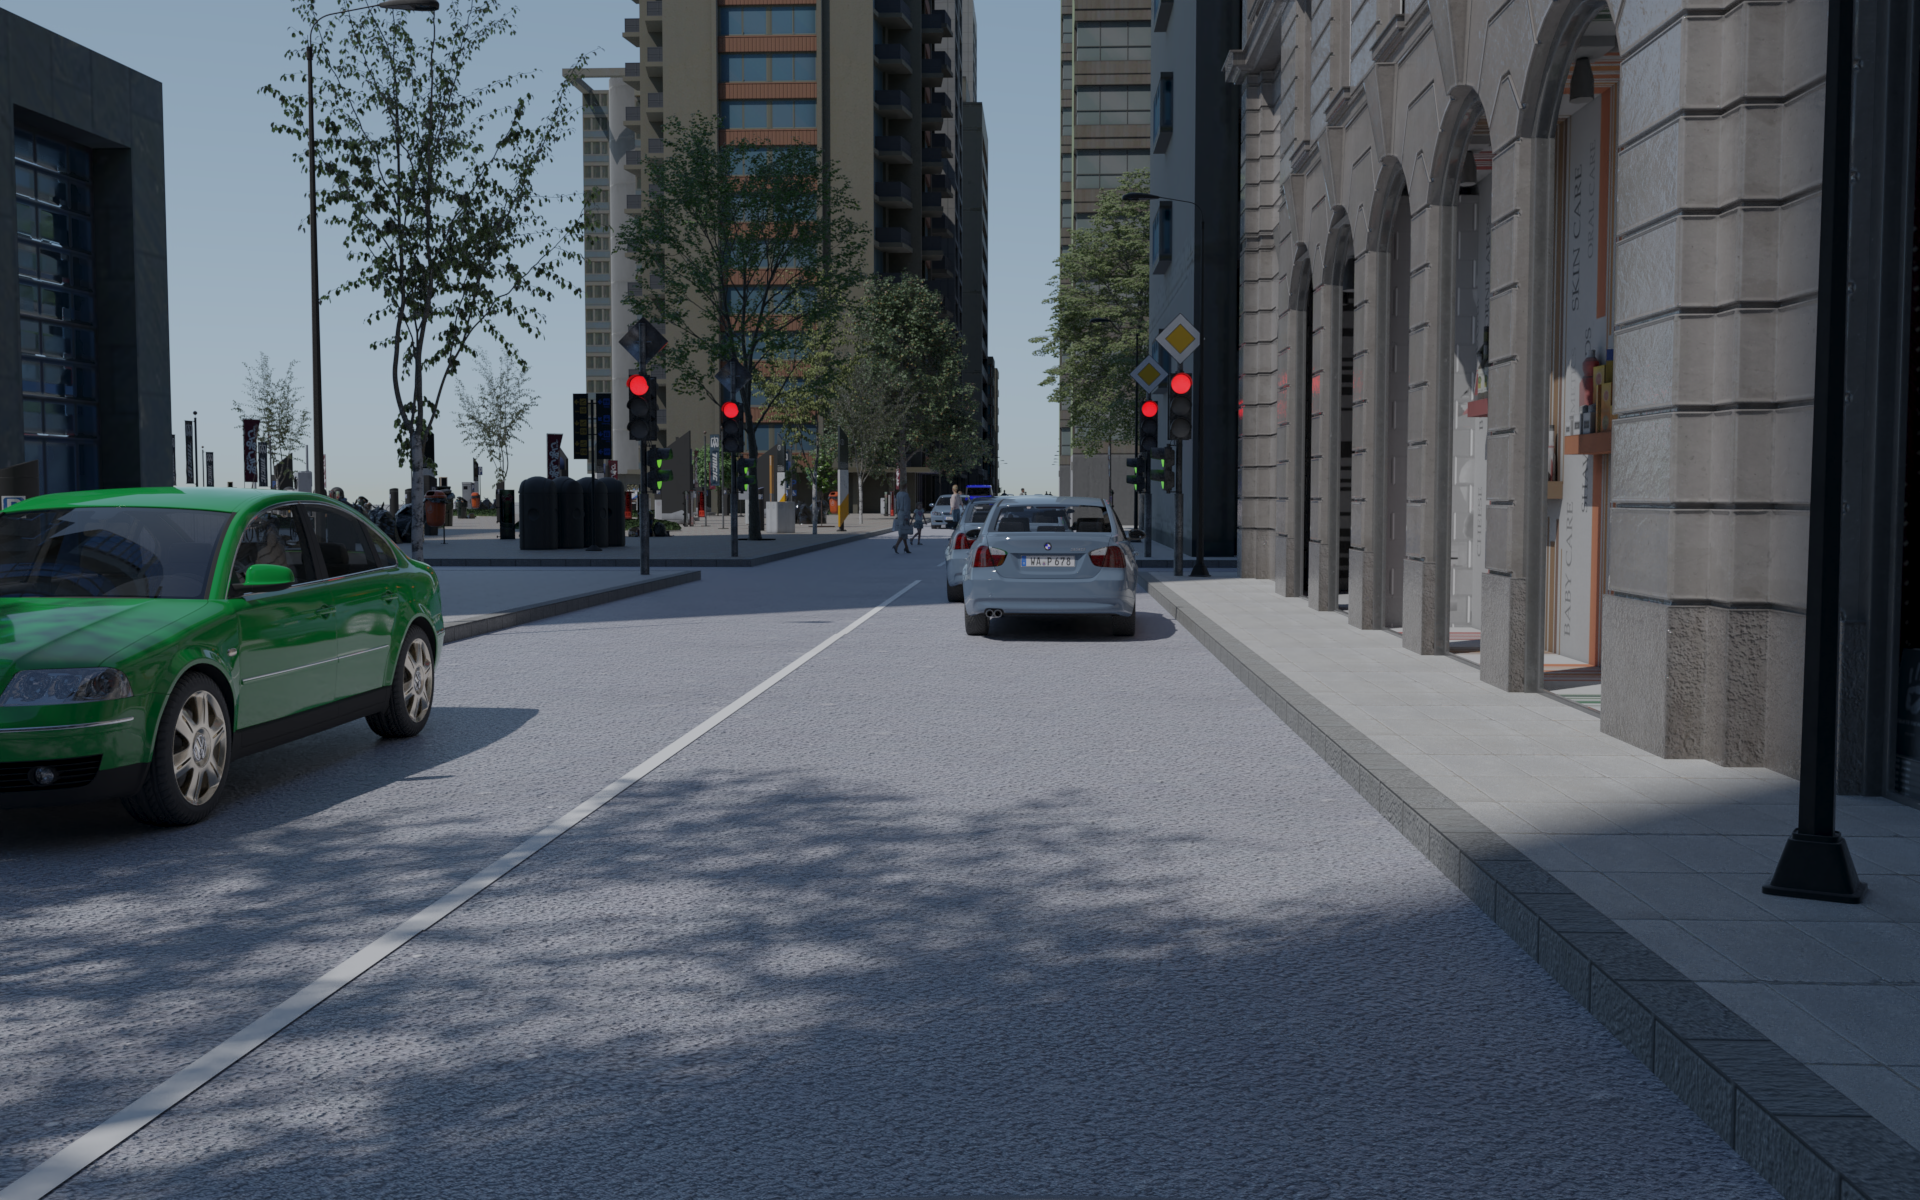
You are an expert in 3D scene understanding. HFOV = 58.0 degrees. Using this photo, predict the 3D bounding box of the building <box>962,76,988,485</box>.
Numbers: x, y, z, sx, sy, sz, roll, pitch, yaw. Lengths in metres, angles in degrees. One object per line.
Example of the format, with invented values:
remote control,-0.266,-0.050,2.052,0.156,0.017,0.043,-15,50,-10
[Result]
building,-7.652,-35.593,205.648,21.300,48.544,21.600,0,4,3

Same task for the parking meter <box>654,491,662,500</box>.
parking meter,-15.352,-5.051,88.290,0.399,1.863,0.255,1,4,11

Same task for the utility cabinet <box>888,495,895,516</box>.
utility cabinet,-4.070,-5.561,102.076,0.306,1.237,1.020,1,4,10

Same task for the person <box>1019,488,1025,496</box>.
person,3.671,-5.778,103.236,0.850,1.792,0.678,1,4,10

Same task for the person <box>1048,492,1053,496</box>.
person,12.090,-13.613,231.601,0.617,1.759,0.750,1,4,16

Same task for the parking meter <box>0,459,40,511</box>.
parking meter,-6.902,-0.258,12.622,0.372,1.533,0.369,0,3,0

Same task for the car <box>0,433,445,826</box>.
car,-4.122,-0.006,8.895,1.959,1.807,4.718,0,4,2

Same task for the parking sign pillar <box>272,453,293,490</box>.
parking sign pillar,-43.808,-7.557,112.030,1.447,3.967,1.447,2,4,32

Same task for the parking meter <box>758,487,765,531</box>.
parking meter,-7.010,-3.181,60.414,0.372,1.533,0.369,0,3,0

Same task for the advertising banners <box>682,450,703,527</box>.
advertising banners,-10.655,-4.429,68.604,0.090,3.025,2.074,0,4,8

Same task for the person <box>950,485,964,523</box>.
person,0.012,-3.013,58.437,0.598,1.740,0.731,1,4,18

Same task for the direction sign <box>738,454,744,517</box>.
direction sign,-12.286,-6.426,97.070,0.379,3.537,0.876,-2,4,-23

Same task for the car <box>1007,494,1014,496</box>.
car,5.003,-10.394,180.167,2.015,1.641,3.980,0,4,3

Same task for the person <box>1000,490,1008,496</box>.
person,4.079,-9.181,158.595,1.348,1.826,0.705,1,4,20

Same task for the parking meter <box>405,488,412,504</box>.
parking meter,-23.619,-4.031,74.316,0.372,1.533,0.369,0,3,0

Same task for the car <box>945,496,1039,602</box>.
car,0.765,-0.748,24.236,2.014,1.417,4.499,0,4,3

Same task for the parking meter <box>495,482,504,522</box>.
parking meter,-21.340,-4.564,80.335,0.399,1.863,0.255,-1,4,-15

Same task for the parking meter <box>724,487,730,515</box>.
parking meter,-14.104,-6.041,104.479,0.399,1.863,0.255,2,4,29

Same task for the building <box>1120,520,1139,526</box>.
building,11.905,-23.974,75.566,14.154,41.232,14.086,0,4,3

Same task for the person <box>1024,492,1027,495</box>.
person,8.371,-12.767,217.963,0.721,1.743,1.217,2,4,24

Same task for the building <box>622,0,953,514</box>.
building,-11.924,-28.763,124.906,22.147,44.769,28.867,0,4,3

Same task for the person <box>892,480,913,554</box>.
person,-1.406,-2.006,41.658,0.624,1.780,0.694,-1,4,-23

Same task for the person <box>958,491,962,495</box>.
person,-0.017,-6.043,109.105,0.330,1.601,0.589,0,4,7

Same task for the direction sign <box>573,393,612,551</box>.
direction sign,-8.261,-2.873,38.976,0.876,3.537,0.379,0,4,5

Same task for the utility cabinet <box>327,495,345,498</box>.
utility cabinet,-36.311,-5.476,100.695,1.020,1.237,0.306,-1,4,-21

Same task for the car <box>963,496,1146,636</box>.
car,1.019,-0.415,18.794,2.014,1.417,4.499,0,4,5

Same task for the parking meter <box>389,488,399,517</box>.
parking meter,-23.447,-3.876,71.775,0.372,1.533,0.369,0,3,0

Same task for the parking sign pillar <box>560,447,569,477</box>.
parking sign pillar,-20.712,-6.183,89.557,1.447,3.967,1.447,-3,5,-39

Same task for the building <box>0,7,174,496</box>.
building,-28.490,-42.927,14.528,31.000,86.520,22.319,0,4,3

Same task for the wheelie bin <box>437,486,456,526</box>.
wheelie bin,-20.409,-3.709,68.544,0.980,1.594,0.693,-3,5,-42

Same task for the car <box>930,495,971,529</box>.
car,-0.242,-3.704,72.558,2.014,1.417,4.499,0,4,3

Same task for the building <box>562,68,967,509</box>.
building,-15.715,-28.120,151.640,32.217,40.220,23.993,0,4,3

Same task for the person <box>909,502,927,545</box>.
person,-1.165,-2.160,48.824,0.505,1.210,0.382,-3,5,-44

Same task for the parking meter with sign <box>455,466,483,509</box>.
parking meter with sign,-31.147,-6.938,109.698,1.738,3.016,0.543,1,4,12

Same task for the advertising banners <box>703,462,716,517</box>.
advertising banners,-14.235,-6.057,95.213,2.074,3.025,0.090,1,4,21

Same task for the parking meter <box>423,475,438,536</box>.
parking meter,-16.374,-2.929,53.608,0.255,1.863,0.399,2,4,25

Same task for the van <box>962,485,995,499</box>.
van,1.289,-6.881,116.895,2.240,2.365,5.245,0,4,2

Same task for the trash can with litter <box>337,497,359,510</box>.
trash can with litter,-17.787,-2.410,50.458,1.678,1.210,2.233,0,4,-4

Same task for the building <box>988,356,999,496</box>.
building,-8.973,-23.685,232.295,27.650,21.520,28.899,0,4,3

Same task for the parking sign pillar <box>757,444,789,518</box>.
parking sign pillar,-10.232,-6.359,92.449,1.447,3.967,1.447,1,4,19

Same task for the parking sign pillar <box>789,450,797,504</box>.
parking sign pillar,-10.116,-6.999,102.912,1.447,3.967,1.447,-2,4,-27

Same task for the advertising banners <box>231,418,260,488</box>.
advertising banners,-16.700,-2.646,39.451,0.090,3.025,2.074,2,4,24

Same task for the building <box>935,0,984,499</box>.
building,-5.675,-49.976,255.357,20.563,71.187,20.611,0,4,3

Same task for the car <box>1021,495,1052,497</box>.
car,2.020,-2.059,45.666,2.014,1.417,4.499,0,4,3

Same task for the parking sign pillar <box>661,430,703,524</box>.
parking sign pillar,-12.029,-5.213,73.711,1.447,3.967,1.447,1,4,13

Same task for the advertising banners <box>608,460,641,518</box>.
advertising banners,-17.215,-5.722,89.737,2.074,3.025,0.090,-2,4,-28

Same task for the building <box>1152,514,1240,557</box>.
building,15.721,-25.700,43.896,21.600,48.544,21.300,0,4,3

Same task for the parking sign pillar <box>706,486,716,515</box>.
parking sign pillar,-15.570,-7.135,105.135,1.447,3.967,1.447,1,4,17

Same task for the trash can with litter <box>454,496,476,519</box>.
trash can with litter,-25.644,-4.795,89.786,0.624,1.170,1.055,3,5,40

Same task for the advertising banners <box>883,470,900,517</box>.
advertising banners,-3.890,-6.288,98.988,0.090,3.025,2.074,-2,4,-28

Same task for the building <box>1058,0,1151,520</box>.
building,12.918,-25.612,102.353,14.154,41.232,14.086,0,4,3

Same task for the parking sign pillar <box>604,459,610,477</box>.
parking sign pillar,-22.670,-7.488,110.904,1.447,3.967,1.447,0,4,-3

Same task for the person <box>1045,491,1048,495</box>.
person,12.615,-14.985,253.139,1.348,1.869,0.705,-3,4,-36

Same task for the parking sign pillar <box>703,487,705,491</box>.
parking sign pillar,-13.089,-5.730,82.165,1.447,3.967,1.447,0,4,7

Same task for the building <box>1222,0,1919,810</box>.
building,9.606,-10.561,14.480,13.314,21.916,24.055,0,4,3

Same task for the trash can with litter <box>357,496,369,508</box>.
trash can with litter,-35.329,-5.598,102.912,0.624,1.170,1.055,1,4,23
